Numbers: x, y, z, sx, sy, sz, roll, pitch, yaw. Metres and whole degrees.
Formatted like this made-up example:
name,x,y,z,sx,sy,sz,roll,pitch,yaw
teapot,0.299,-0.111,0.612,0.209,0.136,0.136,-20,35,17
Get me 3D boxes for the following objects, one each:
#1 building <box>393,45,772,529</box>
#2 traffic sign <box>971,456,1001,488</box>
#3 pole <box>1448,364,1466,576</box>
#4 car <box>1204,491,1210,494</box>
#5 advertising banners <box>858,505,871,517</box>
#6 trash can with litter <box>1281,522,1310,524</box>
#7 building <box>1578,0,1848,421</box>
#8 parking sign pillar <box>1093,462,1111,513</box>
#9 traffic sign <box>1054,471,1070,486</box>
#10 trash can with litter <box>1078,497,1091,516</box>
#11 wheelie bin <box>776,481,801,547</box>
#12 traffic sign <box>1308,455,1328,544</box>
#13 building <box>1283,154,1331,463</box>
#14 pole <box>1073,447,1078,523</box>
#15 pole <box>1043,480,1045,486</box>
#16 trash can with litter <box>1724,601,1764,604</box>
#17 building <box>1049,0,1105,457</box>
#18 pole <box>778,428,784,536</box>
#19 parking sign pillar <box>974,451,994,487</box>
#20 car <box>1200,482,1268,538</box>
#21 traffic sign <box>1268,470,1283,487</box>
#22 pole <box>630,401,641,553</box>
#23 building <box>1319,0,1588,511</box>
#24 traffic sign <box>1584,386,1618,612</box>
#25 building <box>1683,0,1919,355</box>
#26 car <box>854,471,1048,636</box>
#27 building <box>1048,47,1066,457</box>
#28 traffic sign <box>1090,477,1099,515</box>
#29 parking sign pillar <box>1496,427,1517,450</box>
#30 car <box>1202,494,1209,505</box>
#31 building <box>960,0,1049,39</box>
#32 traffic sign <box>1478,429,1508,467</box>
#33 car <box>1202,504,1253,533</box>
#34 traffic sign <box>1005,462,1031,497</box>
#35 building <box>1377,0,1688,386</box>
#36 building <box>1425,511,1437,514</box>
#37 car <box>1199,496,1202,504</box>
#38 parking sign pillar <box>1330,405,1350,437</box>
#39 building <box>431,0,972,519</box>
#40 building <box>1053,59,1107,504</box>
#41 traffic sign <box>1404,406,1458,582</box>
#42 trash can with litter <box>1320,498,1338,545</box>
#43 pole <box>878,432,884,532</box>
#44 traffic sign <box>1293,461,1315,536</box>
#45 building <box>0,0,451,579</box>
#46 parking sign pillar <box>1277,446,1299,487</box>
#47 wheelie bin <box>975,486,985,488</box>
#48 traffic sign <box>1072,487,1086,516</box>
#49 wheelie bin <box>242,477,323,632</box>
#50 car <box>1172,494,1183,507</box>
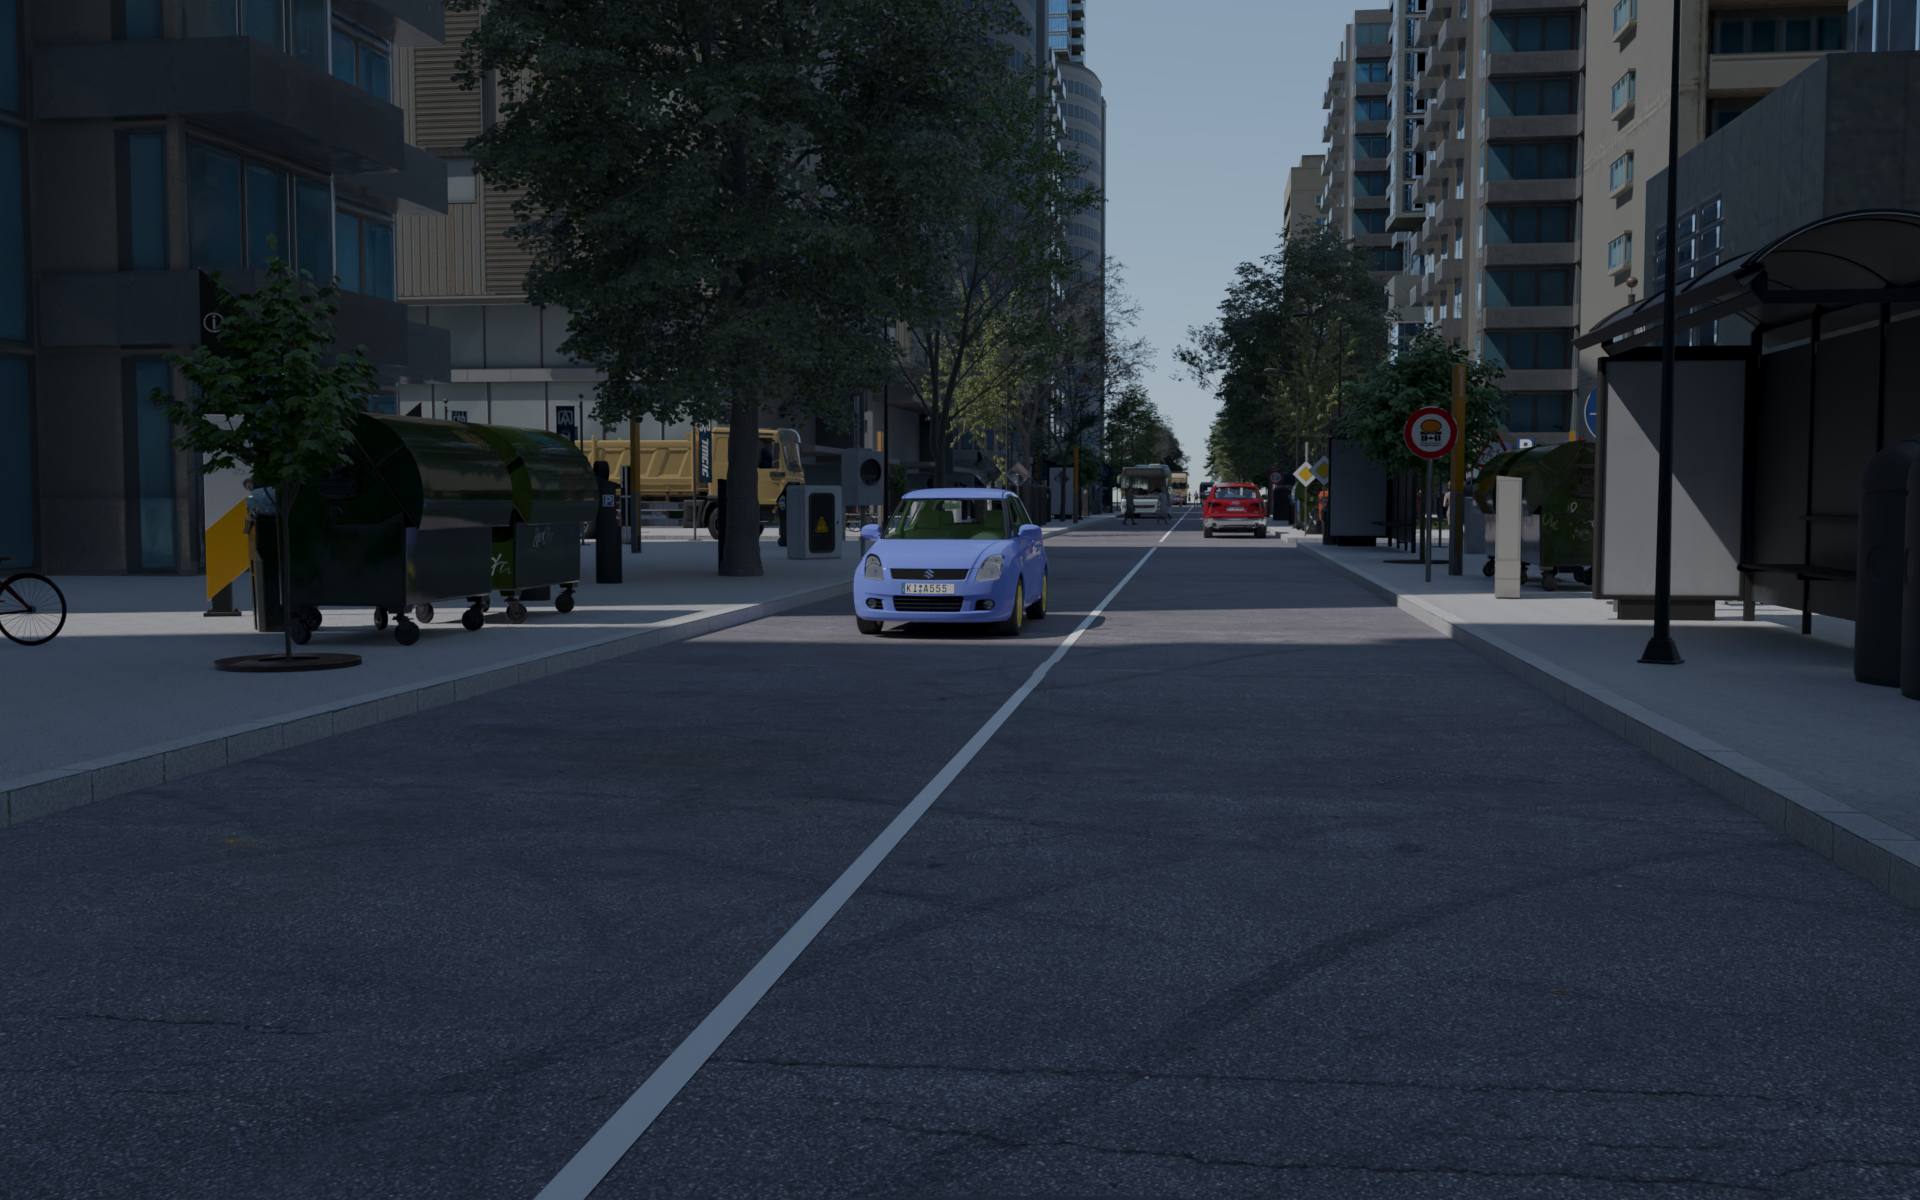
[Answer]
name,x,y,z,sx,sy,sz,roll,pitch,yaw
building,-18.256,-29.801,76.489,28.713,52.752,27.495,0,4,8
traffic sign,0.682,-2.572,45.702,0.795,2.450,0.064,0,4,8
pole,7.822,-2.043,27.240,0.158,3.312,0.155,0,3,0
car,28.571,-11.530,197.181,2.281,1.827,5.304,1,4,8
advertising banners,-5.819,-6.201,97.566,2.074,3.025,0.090,3,5,40
trash can with litter,15.057,-3.894,74.717,1.678,1.210,2.233,-3,4,-36
building,36.331,-27.134,67.350,21.600,48.544,21.300,0,4,8
parking sign pillar,9.851,-8.025,119.684,1.447,3.967,1.447,2,4,26
traffic sign,5.033,-5.179,85.860,0.795,2.450,0.064,1,4,10
trash can with litter,7.108,-5.511,101.496,1.055,1.170,0.624,-1,4,-21
wheelie bin,-4.055,-2.112,42.438,0.693,1.594,0.980,1,4,22
traffic sign,9.338,-2.497,44.465,0.795,2.450,0.064,0,4,8
building,56.336,-37.822,242.087,21.300,48.544,21.600,0,4,8
pole,5.050,-5.002,75.621,0.158,3.312,0.155,0,3,0
pole,5.144,-6.877,106.288,0.158,3.312,0.155,0,3,0
trash can with litter,9.843,-0.559,20.201,1.678,1.210,2.233,-3,5,-42
building,11.333,-58.136,263.191,22.319,86.520,31.000,0,4,8
pole,-5.531,-3.653,53.572,0.158,3.312,0.155,0,3,0
parking sign pillar,1.485,-7.247,106.962,1.447,3.967,1.447,3,5,43
car,9.132,-2.999,57.709,2.281,1.827,5.304,0,4,8
traffic sign,16.873,-5.656,92.581,0.768,2.556,0.104,1,4,15
pole,-7.038,-2.673,37.555,0.158,3.312,0.155,0,3,0
building,48.123,-33.942,174.559,23.786,49.044,30.456,0,4,8
traffic sign,7.151,-1.142,18.776,0.768,2.556,0.104,1,4,16
building,23.008,-43.053,16.596,22.319,86.520,31.000,0,4,8
car,-0.034,-0.560,18.754,1.945,1.707,3.694,1,4,9
building,-1.244,-33.846,172.986,23.786,49.044,30.456,0,4,8
traffic sign,8.047,-6.445,105.481,0.768,2.556,0.104,1,4,17
parking sign pillar,20.133,-4.627,64.128,1.447,3.967,1.447,-3,5,-41
car,27.142,-10.907,187.363,2.155,1.783,4.494,0,4,7
building,-4.380,-36.793,143.570,21.231,58.520,28.212,0,4,8
traffic sign,10.642,-2.114,34.573,0.884,2.594,0.081,1,4,13
car,10.206,-3.292,65.822,2.014,1.417,4.499,0,4,6
traffic sign,1.797,-3.056,53.609,0.795,2.450,0.064,0,4,8
building,44.292,-50.783,142.981,22.319,86.520,31.000,0,4,8
building,40.552,-29.870,107.981,23.786,49.044,30.456,0,4,8
car,34.337,-14.202,241.238,2.155,1.783,4.494,0,4,6
parking sign pillar,11.806,-3.892,52.102,1.447,3.967,1.447,0,4,6
building,-14.268,-31.955,111.706,28.713,52.752,27.495,0,4,8
building,8.383,-42.362,234.618,21.231,58.520,28.212,0,4,8
traffic sign,6.843,-1.537,25.238,0.768,2.556,0.104,1,4,11
trash can with litter,9.569,-1.960,43.427,1.055,1.170,0.624,0,4,7
pole,-2.583,-3.841,56.645,0.158,3.312,0.155,0,3,0
traffic sign,10.453,-2.980,52.373,0.795,2.450,0.064,0,4,8
building,-25.743,-24.950,27.534,30.456,49.044,23.786,0,4,8
parking sign pillar,18.090,-6.533,95.293,1.447,3.967,1.447,1,4,9
wheelie bin,0.924,-3.647,67.530,0.980,1.594,0.693,1,4,8
traffic sign,6.141,-6.453,99.379,2.265,3.308,0.079,1,4,15
wheelie bin,-6.371,-0.513,16.293,0.693,1.594,0.980,-2,4,-29
car,23.561,-11.130,191.020,2.155,1.783,4.494,0,4,7
